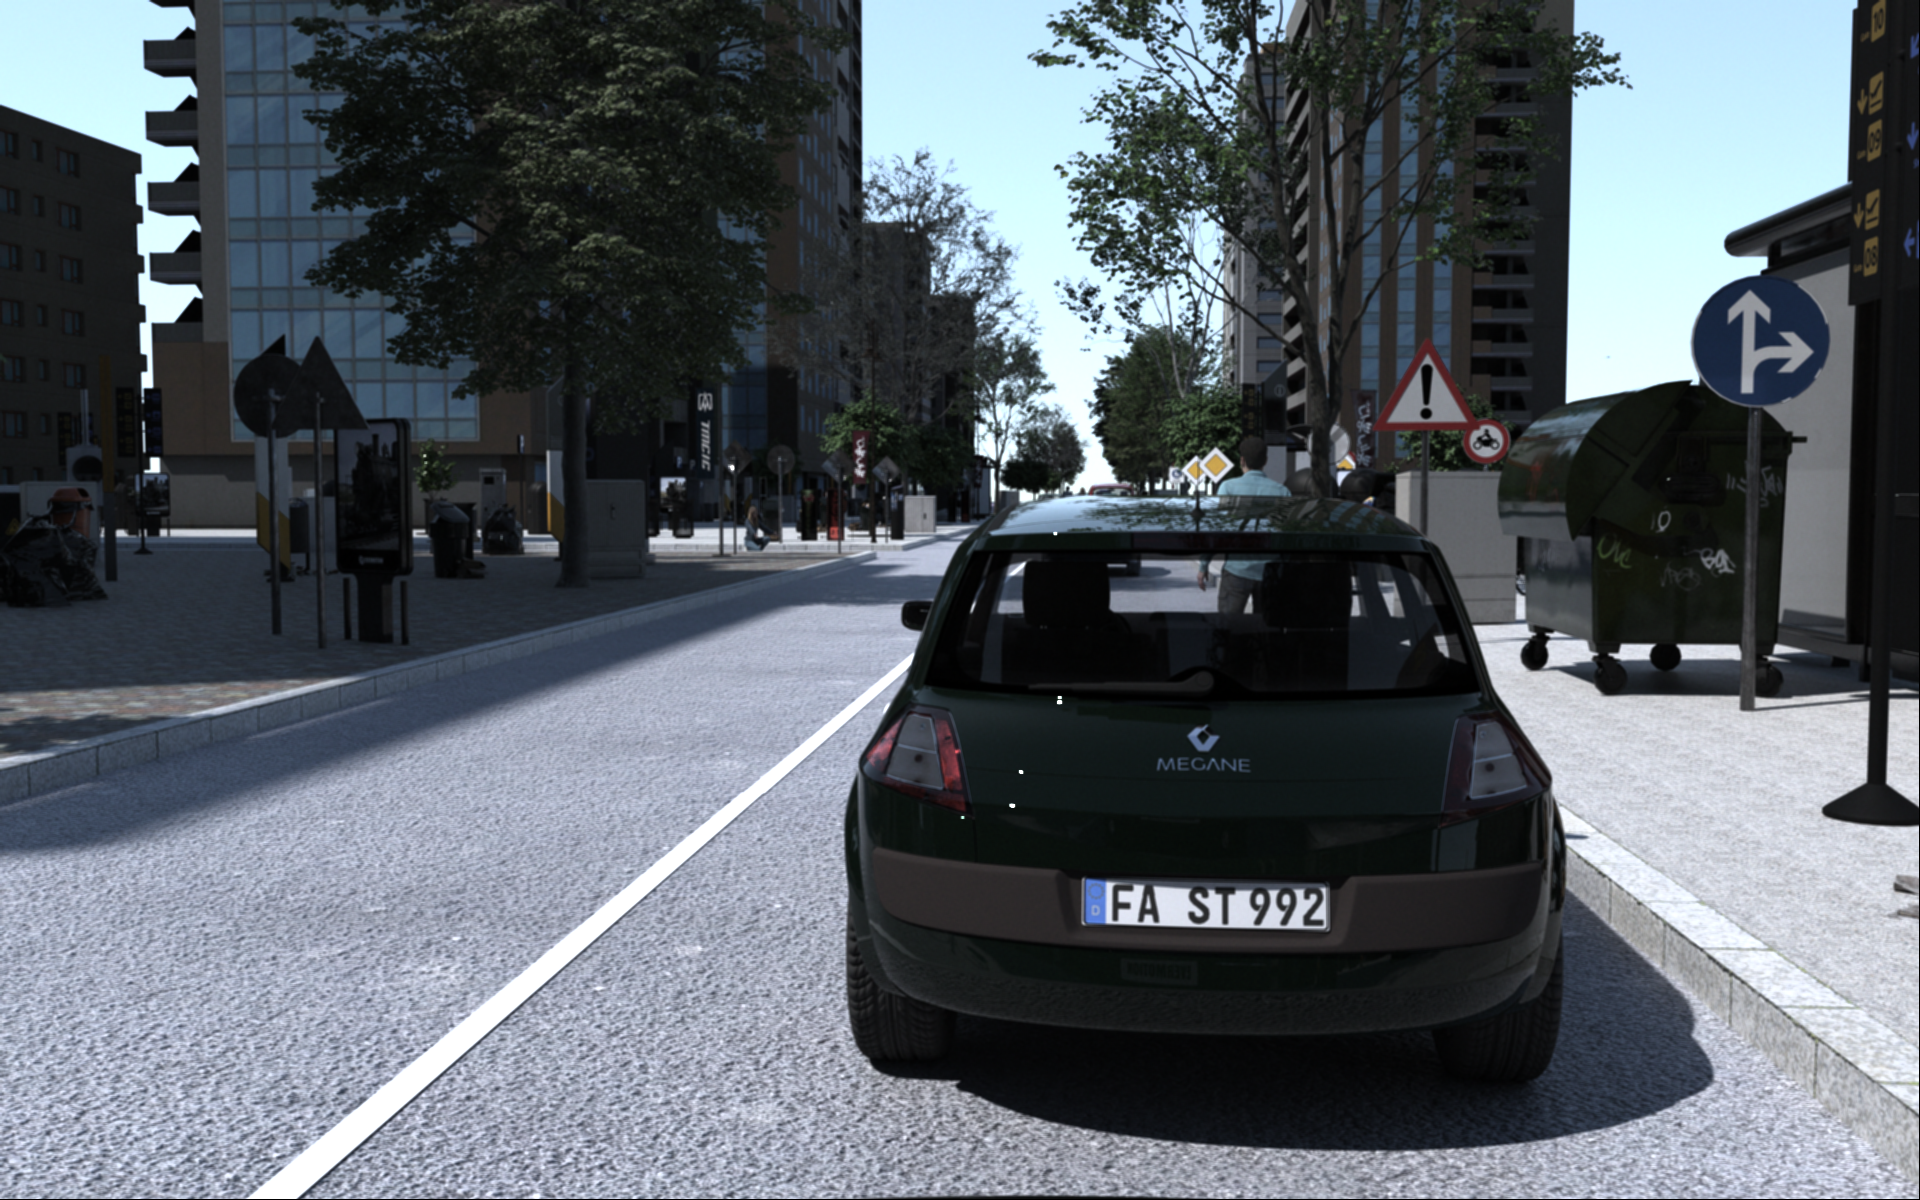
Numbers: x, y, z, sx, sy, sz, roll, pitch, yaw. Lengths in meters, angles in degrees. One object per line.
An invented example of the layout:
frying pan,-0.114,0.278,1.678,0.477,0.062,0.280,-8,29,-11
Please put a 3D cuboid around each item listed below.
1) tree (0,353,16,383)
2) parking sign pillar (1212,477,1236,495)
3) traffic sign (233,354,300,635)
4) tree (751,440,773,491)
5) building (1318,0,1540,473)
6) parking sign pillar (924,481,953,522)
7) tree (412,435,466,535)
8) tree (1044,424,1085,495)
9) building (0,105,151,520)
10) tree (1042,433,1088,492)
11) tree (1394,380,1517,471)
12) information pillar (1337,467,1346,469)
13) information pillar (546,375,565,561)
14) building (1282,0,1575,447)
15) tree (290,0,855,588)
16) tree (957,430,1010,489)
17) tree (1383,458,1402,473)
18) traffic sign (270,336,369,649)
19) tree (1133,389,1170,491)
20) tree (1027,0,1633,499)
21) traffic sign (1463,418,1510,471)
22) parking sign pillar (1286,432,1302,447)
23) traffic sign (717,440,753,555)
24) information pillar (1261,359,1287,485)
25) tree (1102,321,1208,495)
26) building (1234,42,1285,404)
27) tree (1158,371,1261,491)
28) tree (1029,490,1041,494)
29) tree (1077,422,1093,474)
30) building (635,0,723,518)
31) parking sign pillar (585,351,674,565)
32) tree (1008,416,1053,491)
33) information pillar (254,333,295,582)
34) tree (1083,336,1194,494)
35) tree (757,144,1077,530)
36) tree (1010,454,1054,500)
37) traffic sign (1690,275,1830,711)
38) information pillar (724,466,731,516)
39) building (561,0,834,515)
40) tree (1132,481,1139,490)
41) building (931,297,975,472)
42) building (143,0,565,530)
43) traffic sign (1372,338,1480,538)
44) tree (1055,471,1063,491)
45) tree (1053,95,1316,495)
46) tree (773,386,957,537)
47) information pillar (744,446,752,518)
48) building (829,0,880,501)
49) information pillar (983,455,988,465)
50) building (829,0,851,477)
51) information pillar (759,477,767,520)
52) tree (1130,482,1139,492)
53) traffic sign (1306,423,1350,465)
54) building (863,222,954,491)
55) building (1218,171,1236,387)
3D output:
tree,-5.832,-0.848,8.472,1.663,3.219,1.824,0,3,0
parking sign pillar,9.398,-4.369,59.907,1.447,3.967,1.447,-1,4,-10
traffic sign,-6.255,-0.958,15.777,0.768,2.556,0.104,0,4,7
tree,-10.518,-7.045,98.891,4.285,4.588,4.351,0,3,0
building,35.858,-29.653,134.938,14.600,45.320,14.200,0,4,5
parking sign pillar,-1.010,-5.688,81.473,1.447,3.967,1.447,-1,4,-20
tree,-16.731,-3.670,54.610,1.663,3.219,1.824,0,3,0
tree,16.323,-21.789,274.378,7.486,12.596,7.792,0,3,0
building,-57.106,-14.117,75.846,28.899,21.520,27.650,0,4,5
tree,15.368,-19.891,259.626,8.767,10.594,7.601,1,4,16
tree,14.399,-4.076,50.355,4.285,4.588,4.351,0,3,0
information pillar,10.263,-2.603,47.055,0.304,2.012,0.304,2,4,33
information pillar,-7.662,-2.554,33.115,0.183,3.616,0.504,3,5,42
building,40.268,-32.336,152.397,21.300,48.544,21.600,0,4,5
tree,-5.365,-6.475,23.995,7.486,12.596,7.792,0,3,0
tree,-0.955,-5.324,70.763,4.285,4.588,4.351,0,3,0
tree,23.298,-6.011,92.881,1.663,3.219,1.824,0,3,0
traffic sign,-5.298,-0.875,14.315,0.884,2.594,0.081,1,4,10
tree,13.701,-10.516,122.295,4.737,8.622,4.395,0,3,0
tree,4.656,-5.889,22.033,9.928,11.665,9.643,0,3,0
traffic sign,8.837,-1.776,29.149,0.768,2.556,0.104,1,4,11
parking sign pillar,10.717,-4.234,57.693,1.447,3.967,1.447,1,4,10
traffic sign,-4.765,-2.170,36.663,0.795,2.450,0.064,1,4,14
information pillar,5.442,-2.364,30.005,0.504,3.616,0.183,-1,4,-23
tree,13.174,-11.999,114.316,7.486,12.596,7.792,0,3,0
building,47.663,-42.257,232.907,21.231,58.520,28.212,0,4,5
tree,6.967,-3.839,46.483,4.285,4.588,4.351,0,3,0
tree,7.259,-10.485,166.023,1.663,3.219,1.824,0,3,0
tree,12.308,-19.409,227.707,12.009,13.543,11.850,0,3,0
building,-20.908,-19.494,90.433,14.160,30.474,14.107,0,4,5
parking sign pillar,-6.271,-2.628,31.441,1.447,3.967,1.447,2,4,35
tree,6.362,-12.377,152.733,4.360,8.622,3.978,0,3,0
information pillar,-9.990,-2.068,25.168,0.183,3.616,0.504,3,4,39
tree,14.463,-14.126,137.609,9.857,13.997,8.962,0,3,0
tree,-1.982,-9.241,61.453,12.009,13.543,11.850,0,3,0
tree,4.681,-9.475,138.628,4.285,4.588,4.351,0,3,0
traffic sign,4.665,-0.616,10.186,0.768,2.556,0.104,1,4,8
information pillar,-13.642,-6.742,101.593,0.183,3.616,0.504,2,4,28
building,-16.129,-28.236,111.768,14.600,45.320,14.200,0,4,5
tree,22.953,-16.794,224.943,4.360,8.622,3.978,0,3,0
building,-5.210,-30.147,264.610,14.160,30.474,14.107,0,4,5
building,-21.479,-25.549,67.837,14.600,45.320,14.200,0,4,5
traffic sign,3.907,-0.891,14.574,0.884,2.594,0.081,0,4,6
tree,6.154,-9.926,145.996,4.285,4.588,4.351,0,3,0
tree,10.660,-13.786,81.295,12.611,20.169,13.585,0,3,0
tree,-2.793,-4.205,52.459,4.285,4.588,4.351,0,3,0
information pillar,-10.253,-5.654,83.793,0.183,3.616,0.504,-3,5,-44
building,-17.521,-44.065,158.719,20.563,71.187,20.611,0,4,5
information pillar,1.446,-6.936,104.762,0.504,3.616,0.183,0,4,8
building,-23.495,-33.422,135.693,28.713,52.752,27.495,0,4,5
information pillar,-8.635,-4.362,75.805,0.304,2.012,0.304,-1,4,-16
tree,24.404,-15.384,246.125,1.663,3.219,1.824,0,3,0
traffic sign,6.507,-1.869,30.671,0.768,2.556,0.104,0,4,7
building,-16.733,-33.039,232.073,32.217,40.220,23.993,0,4,5
building,54.004,-41.116,261.481,28.713,52.752,27.495,0,4,5
